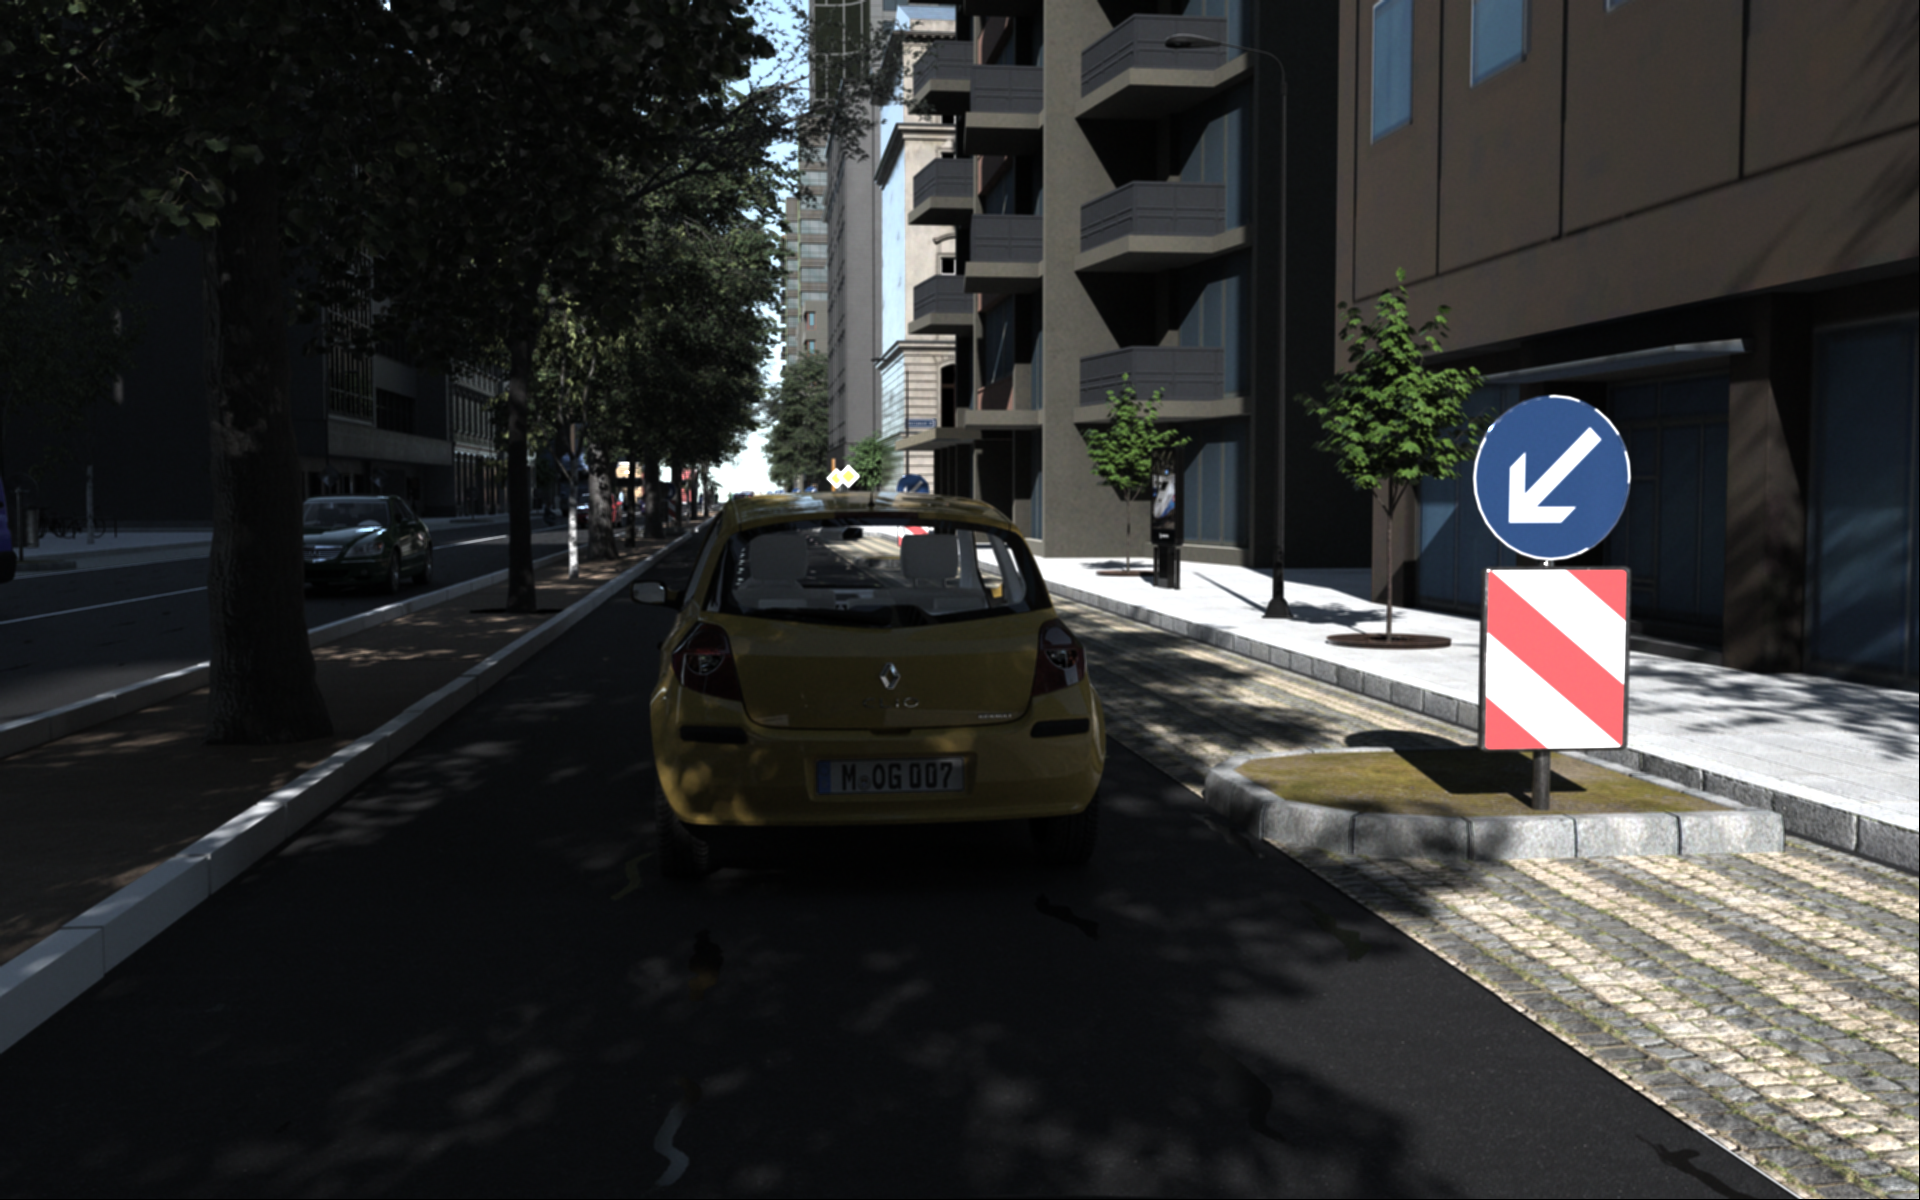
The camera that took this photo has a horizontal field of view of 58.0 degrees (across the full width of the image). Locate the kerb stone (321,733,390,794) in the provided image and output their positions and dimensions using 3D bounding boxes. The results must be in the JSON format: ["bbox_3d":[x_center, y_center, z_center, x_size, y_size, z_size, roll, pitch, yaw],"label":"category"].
[{"bbox_3d":[-3.049,0.825,8.717,0.120,0.150,1.000,0,4,-7],"label":"kerb stone"}]

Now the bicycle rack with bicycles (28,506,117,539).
[{"bbox_3d":[-26.216,-2.269,50.478,2.852,0.926,2.925,1,4,13],"label":"bicycle rack with bicycles"}]

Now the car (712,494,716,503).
[{"bbox_3d":[-38.753,-15.788,269.923,2.131,1.459,4.920,0,4,-6],"label":"car"}]

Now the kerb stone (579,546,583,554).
[{"bbox_3d":[-9.114,-1.152,41.046,0.120,0.150,1.000,0,4,-7],"label":"kerb stone"}]

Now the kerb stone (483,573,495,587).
[{"bbox_3d":[-7.364,-0.278,26.767,0.120,0.150,1.000,0,4,-7],"label":"kerb stone"}]

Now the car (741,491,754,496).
[{"bbox_3d":[-24.695,-11.776,201.209,2.281,1.827,5.304,0,4,-8],"label":"car"}]

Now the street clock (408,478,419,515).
[{"bbox_3d":[-25.225,-4.612,79.975,0.358,2.002,0.471,3,5,41],"label":"street clock"}]

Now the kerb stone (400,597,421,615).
[{"bbox_3d":[-6.618,0.094,20.664,0.120,0.150,1.000,0,4,-7],"label":"kerb stone"}]

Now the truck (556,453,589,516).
[{"bbox_3d":[-25.280,-7.873,118.475,2.967,4.110,18.799,0,4,-7],"label":"truck"}]

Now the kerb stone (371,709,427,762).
[{"bbox_3d":[-3.164,0.767,9.733,0.120,0.150,1.000,0,4,-7],"label":"kerb stone"}]

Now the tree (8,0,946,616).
[{"bbox_3d":[-5.318,-6.588,20.541,12.009,13.543,11.850,0,3,0],"label":"tree"}]

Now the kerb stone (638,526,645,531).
[{"bbox_3d":[-12.286,-2.733,67.020,0.120,0.150,1.000,0,4,-7],"label":"kerb stone"}]

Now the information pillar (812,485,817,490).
[{"bbox_3d":[-11.161,-7.853,132.882,0.304,2.012,0.304,-3,5,-42],"label":"information pillar"}]

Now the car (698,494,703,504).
[{"bbox_3d":[-36.319,-14.490,246.508,1.945,1.707,3.694,0,4,-7],"label":"car"}]

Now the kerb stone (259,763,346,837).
[{"bbox_3d":[-2.921,0.887,7.701,0.120,0.150,1.000,0,4,-7],"label":"kerb stone"}]

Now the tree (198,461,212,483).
[{"bbox_3d":[-22.351,-3.607,53.582,1.663,3.219,1.824,0,3,0],"label":"tree"}]

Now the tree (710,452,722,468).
[{"bbox_3d":[-17.642,-10.146,118.710,4.737,8.622,4.395,0,3,0],"label":"tree"}]

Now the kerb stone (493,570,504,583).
[{"bbox_3d":[-7.482,-0.342,27.787,0.120,0.150,1.000,0,4,-7],"label":"kerb stone"}]

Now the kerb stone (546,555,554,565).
[{"bbox_3d":[-8.363,-0.774,34.925,0.120,0.150,1.000,0,4,-7],"label":"kerb stone"}]

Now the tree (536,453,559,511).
[{"bbox_3d":[-32.352,-9.074,132.070,4.285,4.588,4.351,0,3,0],"label":"tree"}]

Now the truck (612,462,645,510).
[{"bbox_3d":[-29.300,-10.193,155.561,2.839,4.237,11.283,0,4,-5],"label":"truck"}]

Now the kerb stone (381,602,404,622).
[{"bbox_3d":[-6.496,0.156,19.646,0.120,0.150,1.000,0,4,-7],"label":"kerb stone"}]

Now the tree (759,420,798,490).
[{"bbox_3d":[-21.284,-18.847,225.155,9.611,12.733,9.660,0,3,0],"label":"tree"}]

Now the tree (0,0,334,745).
[{"bbox_3d":[-4.017,-6.145,9.591,9.857,13.997,8.962,0,3,0],"label":"tree"}]

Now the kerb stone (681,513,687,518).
[{"bbox_3d":[-17.638,-5.413,110.790,0.120,0.150,1.000,0,4,-7],"label":"kerb stone"}]

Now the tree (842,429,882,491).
[{"bbox_3d":[-4.197,-6.294,86.620,4.285,4.588,4.351,0,3,0],"label":"tree"}]

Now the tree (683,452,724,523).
[{"bbox_3d":[-13.335,-8.076,84.860,4.360,8.622,3.978,0,3,0],"label":"tree"}]

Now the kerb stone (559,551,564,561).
[{"bbox_3d":[-8.611,-0.903,36.966,0.120,0.150,1.000,0,4,-7],"label":"kerb stone"}]

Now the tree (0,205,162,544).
[{"bbox_3d":[-22.551,-5.742,44.248,4.737,8.622,4.395,0,3,0],"label":"tree"}]

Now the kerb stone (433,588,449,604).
[{"bbox_3d":[-6.872,-0.027,22.694,0.120,0.150,1.000,0,4,-7],"label":"kerb stone"}]

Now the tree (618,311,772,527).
[{"bbox_3d":[-11.643,-9.209,71.146,7.486,12.596,7.792,0,3,0],"label":"tree"}]

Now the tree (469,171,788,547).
[{"bbox_3d":[-8.843,-6.663,45.815,8.767,10.594,7.601,0,4,-7],"label":"tree"}]

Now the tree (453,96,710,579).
[{"bbox_3d":[-6.555,-4.663,29.059,4.737,8.622,4.395,0,3,0],"label":"tree"}]

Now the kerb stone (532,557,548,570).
[{"bbox_3d":[-8.235,-0.713,33.900,0.120,0.150,1.000,0,4,-7],"label":"kerb stone"}]

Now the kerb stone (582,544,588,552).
[{"bbox_3d":[-9.360,-1.277,43.076,0.120,0.150,1.000,0,4,-7],"label":"kerb stone"}]

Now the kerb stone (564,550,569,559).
[{"bbox_3d":[-8.734,-0.961,37.981,0.120,0.150,1.000,0,4,-7],"label":"kerb stone"}]

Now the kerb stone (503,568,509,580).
[{"bbox_3d":[-7.614,-0.404,28.807,0.120,0.150,1.000,0,4,-7],"label":"kerb stone"}]

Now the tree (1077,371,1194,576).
[{"bbox_3d":[2.604,-2.012,27.491,1.663,3.219,1.824,0,3,0],"label":"tree"}]

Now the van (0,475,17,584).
[{"bbox_3d":[-12.161,-0.858,18.410,2.240,2.365,5.245,0,4,-6],"label":"van"}]

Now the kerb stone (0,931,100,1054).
[{"bbox_3d":[-2.541,1.078,4.635,0.120,0.150,1.000,0,4,-7],"label":"kerb stone"}]

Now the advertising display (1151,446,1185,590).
[{"bbox_3d":[2.823,-1.125,23.614,0.123,1.923,0.974,-1,4,-14],"label":"advertising display"}]

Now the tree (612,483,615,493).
[{"bbox_3d":[-42.670,-13.480,214.999,1.663,3.219,1.824,0,3,0],"label":"tree"}]

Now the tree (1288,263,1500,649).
[{"bbox_3d":[3.663,-1.222,14.581,1.663,3.219,1.824,0,3,0],"label":"tree"}]

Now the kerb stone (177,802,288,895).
[{"bbox_3d":[-2.797,0.952,6.678,0.120,0.150,1.000,0,4,-7],"label":"kerb stone"}]

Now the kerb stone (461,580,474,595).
[{"bbox_3d":[-7.122,-0.155,24.723,0.120,0.150,1.000,0,4,-7],"label":"kerb stone"}]

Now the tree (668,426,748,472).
[{"bbox_3d":[-20.101,-12.693,135.740,9.928,11.665,9.643,0,3,0],"label":"tree"}]

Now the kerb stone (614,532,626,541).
[{"bbox_3d":[-10.855,-2.021,55.293,0.120,0.150,1.000,0,4,-7],"label":"kerb stone"}]

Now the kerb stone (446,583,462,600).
[{"bbox_3d":[-6.991,-0.093,23.709,0.120,0.150,1.000,0,4,-7],"label":"kerb stone"}]

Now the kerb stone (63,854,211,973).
[{"bbox_3d":[-2.673,1.016,5.655,0.120,0.150,1.000,0,4,-7],"label":"kerb stone"}]

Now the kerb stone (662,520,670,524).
[{"bbox_3d":[-14.655,-3.920,86.377,0.120,0.150,1.000,0,4,-7],"label":"kerb stone"}]

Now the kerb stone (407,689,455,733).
[{"bbox_3d":[-3.296,0.701,10.747,0.120,0.150,1.000,0,4,-7],"label":"kerb stone"}]

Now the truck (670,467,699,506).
[{"bbox_3d":[-28.318,-11.606,178.663,2.839,4.237,11.283,0,4,-8],"label":"truck"}]

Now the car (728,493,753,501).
[{"bbox_3d":[-13.869,-6.192,110.829,1.945,1.707,3.694,0,4,-8],"label":"car"}]

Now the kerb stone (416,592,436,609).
[{"bbox_3d":[-6.749,0.032,21.679,0.120,0.150,1.000,0,4,-7],"label":"kerb stone"}]

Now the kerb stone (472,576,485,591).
[{"bbox_3d":[-7.241,-0.216,25.752,0.120,0.150,1.000,0,4,-7],"label":"kerb stone"}]

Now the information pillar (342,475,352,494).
[{"bbox_3d":[-23.366,-3.768,66.096,0.304,2.012,0.304,-1,4,-10],"label":"information pillar"}]

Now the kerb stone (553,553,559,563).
[{"bbox_3d":[-8.482,-0.841,35.947,0.120,0.150,1.000,0,4,-7],"label":"kerb stone"}]

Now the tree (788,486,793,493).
[{"bbox_3d":[-22.494,-14.576,232.924,1.663,3.219,1.824,0,3,0],"label":"tree"}]
